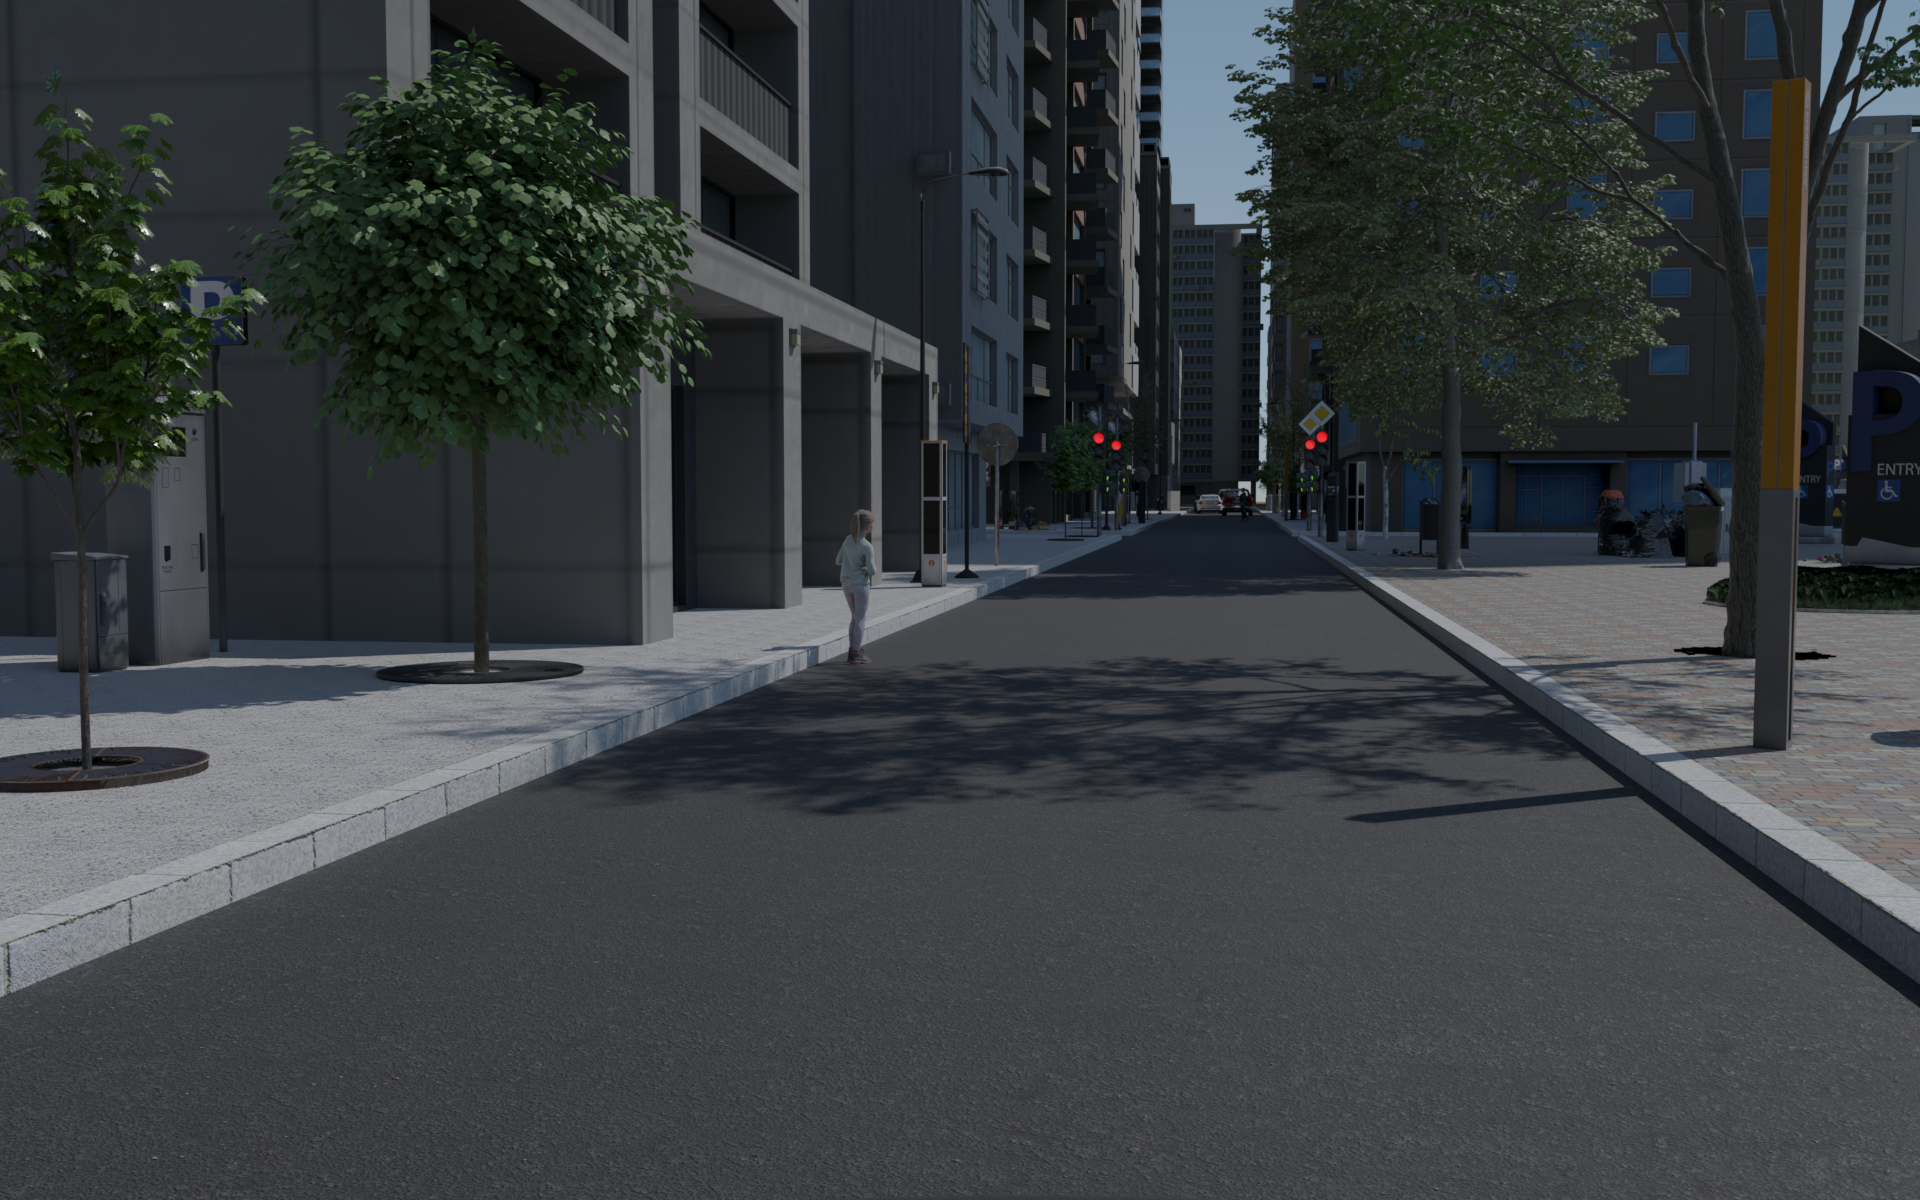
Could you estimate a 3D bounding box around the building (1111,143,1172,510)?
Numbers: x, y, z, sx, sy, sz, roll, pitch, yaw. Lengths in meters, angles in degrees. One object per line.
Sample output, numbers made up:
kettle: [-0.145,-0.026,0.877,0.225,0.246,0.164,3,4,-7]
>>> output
building: [10.136,-22.726,143.274,14.160,30.474,14.107,1,4,9]

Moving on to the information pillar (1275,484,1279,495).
information pillar: [22.585,-7.251,123.038,0.304,2.012,0.304,3,4,38]

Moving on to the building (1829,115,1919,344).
building: [102.663,-30.939,189.447,14.086,41.232,14.154,1,4,9]

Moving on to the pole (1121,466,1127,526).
pole: [6.552,-4.604,69.118,0.158,3.312,0.155,0,3,0]

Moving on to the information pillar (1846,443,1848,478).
information pillar: [31.305,-4.240,60.675,0.183,3.616,0.504,-2,4,-26]

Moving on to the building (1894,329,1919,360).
building: [52.490,-45.789,61.319,31.000,86.520,22.319,1,4,9]

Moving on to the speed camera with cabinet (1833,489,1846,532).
speed camera with cabinet: [29.867,-3.885,57.863,2.038,3.252,0.660,1,4,14]

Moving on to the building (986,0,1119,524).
building: [-3.694,-26.384,86.006,22.147,44.769,28.867,1,4,9]

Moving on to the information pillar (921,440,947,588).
information pillar: [-0.358,-1.185,23.870,0.304,2.012,0.304,1,4,13]

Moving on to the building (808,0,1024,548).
building: [-5.684,-22.059,44.266,14.086,41.232,14.154,1,4,9]

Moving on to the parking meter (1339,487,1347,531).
parking meter: [13.277,-3.144,59.811,0.372,1.533,0.369,0,3,0]

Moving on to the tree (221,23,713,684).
tree: [-3.505,-1.745,12.246,4.285,4.588,4.351,0,3,0]

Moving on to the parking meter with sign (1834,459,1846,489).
parking meter with sign: [43.707,-5.443,85.252,0.543,3.016,1.738,-1,4,-16]

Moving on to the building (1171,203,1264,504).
building: [28.911,-33.203,234.747,23.993,40.220,32.217,1,4,9]

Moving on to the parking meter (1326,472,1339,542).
parking meter: [9.962,-2.482,46.291,0.255,1.863,0.399,2,4,26]

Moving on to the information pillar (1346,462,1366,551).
information pillar: [8.975,-2.127,39.267,0.304,2.012,0.304,-3,5,-39]

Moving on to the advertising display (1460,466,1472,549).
advertising display: [11.813,-2.173,40.746,0.123,1.923,0.974,0,4,-3]

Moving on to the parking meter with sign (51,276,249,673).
parking meter with sign: [-6.144,-1.034,13.173,0.543,3.016,1.738,1,4,11]

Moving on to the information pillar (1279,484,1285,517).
information pillar: [18.587,-5.787,99.109,0.304,2.012,0.304,-1,4,-11]

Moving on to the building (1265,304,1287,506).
building: [44.432,-19.892,170.277,27.650,21.520,28.899,1,4,9]

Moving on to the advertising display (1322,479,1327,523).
advertising display: [16.145,-4.316,75.781,0.974,1.923,0.123,-3,5,-40]

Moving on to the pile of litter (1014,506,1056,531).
pile of litter: [2.644,-2.894,61.275,1.719,0.858,1.176,-1,4,-15]

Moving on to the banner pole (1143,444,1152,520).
banner pole: [9.248,-5.873,86.047,0.401,3.779,0.863,2,4,27]

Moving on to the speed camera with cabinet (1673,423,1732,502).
speed camera with cabinet: [21.046,-3.313,48.501,2.038,3.252,0.660,-1,4,-12]

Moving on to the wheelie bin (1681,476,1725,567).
wheelie bin: [13.197,-1.399,30.787,0.693,1.594,0.980,2,4,28]

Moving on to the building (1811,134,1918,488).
building: [82.486,-30.084,183.753,23.993,40.220,32.217,1,4,9]

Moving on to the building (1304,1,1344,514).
building: [33.017,-27.770,108.662,22.147,44.769,28.867,1,4,9]

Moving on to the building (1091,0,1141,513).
building: [-1.361,-32.582,121.955,28.713,52.752,27.495,1,4,9]

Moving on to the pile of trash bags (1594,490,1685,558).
pile of trash bags: [14.293,-1.634,36.469,1.912,1.369,3.447,0,4,-4]

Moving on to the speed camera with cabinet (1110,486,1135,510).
speed camera with cabinet: [12.667,-8.664,135.986,2.038,3.252,0.660,1,4,19]

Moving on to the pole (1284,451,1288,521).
pole: [15.523,-5.416,82.391,0.158,3.312,0.155,0,3,0]

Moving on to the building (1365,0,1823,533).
building: [21.526,-25.232,62.658,14.200,45.320,14.600,1,4,9]

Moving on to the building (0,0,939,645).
building: [-11.159,-35.841,24.246,20.563,71.187,20.611,1,4,9]

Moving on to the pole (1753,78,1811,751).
pole: [4.113,-0.907,8.665,0.158,3.312,0.155,0,3,0]

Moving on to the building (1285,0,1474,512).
building: [35.374,-30.505,148.865,14.600,45.320,14.200,1,4,9]

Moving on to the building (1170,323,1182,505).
building: [10.431,-21.636,198.783,28.899,21.520,27.650,1,4,9]

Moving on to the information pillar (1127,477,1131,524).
information pillar: [7.195,-4.304,74.868,0.304,2.012,0.304,1,4,23]

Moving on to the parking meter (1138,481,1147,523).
parking meter: [7.947,-4.281,75.704,0.255,1.863,0.399,0,4,-5]

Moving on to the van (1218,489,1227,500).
van: [22.015,-8.323,143.096,2.013,2.044,4.112,0,4,8]

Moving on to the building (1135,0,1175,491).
building: [9.587,-52.104,164.579,22.319,86.520,31.000,1,4,9]

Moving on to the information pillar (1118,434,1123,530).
information pillar: [5.700,-4.317,61.931,0.183,3.616,0.504,1,4,21]

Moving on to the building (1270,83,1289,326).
building: [45.890,-34.926,194.736,21.300,48.544,21.600,1,4,9]
